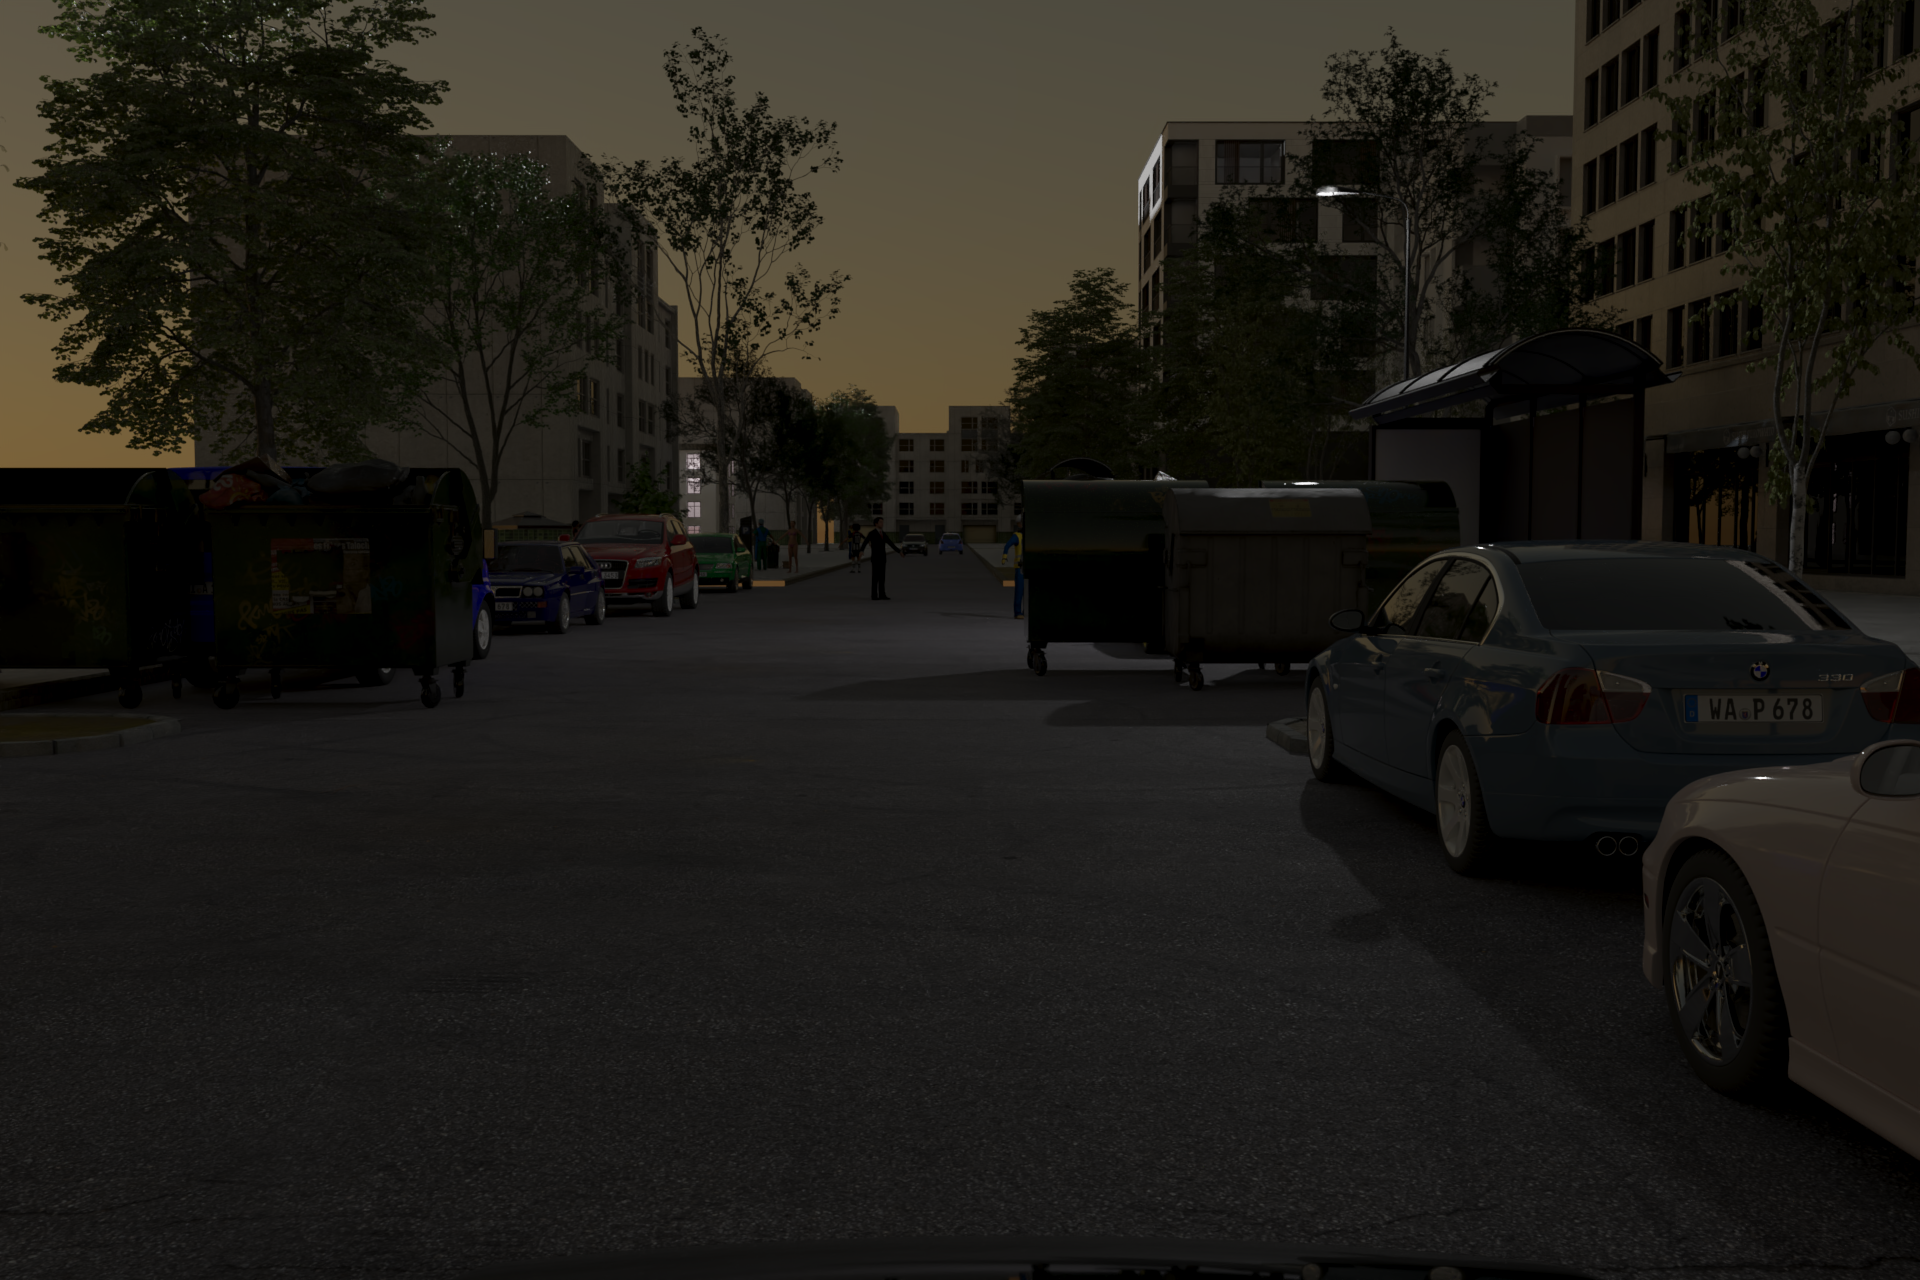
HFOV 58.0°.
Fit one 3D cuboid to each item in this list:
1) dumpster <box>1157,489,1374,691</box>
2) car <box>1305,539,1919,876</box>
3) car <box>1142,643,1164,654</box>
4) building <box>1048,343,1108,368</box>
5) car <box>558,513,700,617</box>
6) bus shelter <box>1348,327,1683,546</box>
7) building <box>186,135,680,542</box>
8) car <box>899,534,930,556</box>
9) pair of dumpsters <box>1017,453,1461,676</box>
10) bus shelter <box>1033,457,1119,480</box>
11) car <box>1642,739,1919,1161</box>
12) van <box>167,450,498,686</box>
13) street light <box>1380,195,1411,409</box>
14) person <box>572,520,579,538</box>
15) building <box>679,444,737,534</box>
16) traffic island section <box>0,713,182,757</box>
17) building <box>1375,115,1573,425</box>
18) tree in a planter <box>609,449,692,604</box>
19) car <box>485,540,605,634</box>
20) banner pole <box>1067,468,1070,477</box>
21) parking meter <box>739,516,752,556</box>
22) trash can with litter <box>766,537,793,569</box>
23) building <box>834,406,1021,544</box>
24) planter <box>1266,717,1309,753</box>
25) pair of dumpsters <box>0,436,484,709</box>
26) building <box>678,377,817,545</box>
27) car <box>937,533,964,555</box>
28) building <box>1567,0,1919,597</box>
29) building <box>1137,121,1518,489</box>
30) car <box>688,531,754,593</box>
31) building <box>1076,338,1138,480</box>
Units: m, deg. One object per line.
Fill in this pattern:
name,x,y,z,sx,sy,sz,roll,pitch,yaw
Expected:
dumpster,2.843,-0.495,16.310,1.865,1.857,1.264,0,4,-1
car,2.932,0.212,8.545,2.014,1.417,4.499,0,4,0
car,3.007,-0.763,22.058,1.945,1.707,3.694,0,4,-1
building,23.832,-21.865,201.459,27.936,21.610,32.646,0,4,0
car,-6.040,-1.406,31.658,2.281,1.827,5.304,0,4,-1
bus shelter,6.037,-1.578,19.724,2.014,3.302,5.546,0,3,0
building,-25.899,-13.843,92.791,16.747,18.905,31.486,0,4,0
car,-2.975,-6.305,112.876,2.009,1.686,4.222,0,4,0
pair of dumpsters,2.811,-0.796,17.967,4.436,2.255,1.574,0,3,0
bus shelter,3.144,-3.322,48.233,2.014,3.302,5.546,0,4,-1
car,2.858,0.573,2.994,2.083,1.381,4.827,0,4,-1
van,-6.353,-0.834,18.027,2.240,2.365,5.245,0,3,0
street light,6.531,-3.102,23.256,1.470,5.913,1.316,0,4,0
person,-14.977,-3.767,67.737,0.704,1.843,1.345,-1,4,-18
building,-26.982,-14.219,174.626,9.099,9.664,28.070,0,4,0
traffic island section,-6.625,0.662,12.050,1.991,0.108,1.994,0,4,0
building,25.274,-13.847,82.822,16.016,20.090,11.380,0,4,-1
tree in a planter,-6.624,-2.397,36.418,1.991,3.239,1.994,0,4,1
car,-6.497,-0.821,26.003,1.945,1.354,3.894,0,3,0
banner pole,3.755,-4.270,59.830,0.401,3.779,0.863,0,4,-2
parking meter,-6.779,-3.002,54.795,0.399,1.863,0.255,0,4,0
trash can with litter,-6.700,-3.226,64.135,1.055,1.170,0.624,0,4,0
building,-1.557,-23.001,244.982,31.486,18.905,16.747,0,4,0
planter,3.167,0.565,11.902,1.991,0.319,1.994,0,4,0
pair of dumpsters,-6.395,-0.589,14.580,4.436,2.255,1.574,0,4,0
building,-27.041,-21.077,211.067,16.747,18.905,31.486,0,4,0
car,-0.651,-6.922,122.759,1.945,1.707,3.694,0,4,-1
building,29.060,-14.331,36.479,24.374,26.755,37.873,0,4,0
building,24.182,-15.808,102.429,27.936,21.610,32.646,0,3,0
car,-6.285,-2.125,43.536,1.959,1.807,4.718,0,4,0
building,21.353,-20.853,171.873,19.493,23.208,18.063,0,4,-1
